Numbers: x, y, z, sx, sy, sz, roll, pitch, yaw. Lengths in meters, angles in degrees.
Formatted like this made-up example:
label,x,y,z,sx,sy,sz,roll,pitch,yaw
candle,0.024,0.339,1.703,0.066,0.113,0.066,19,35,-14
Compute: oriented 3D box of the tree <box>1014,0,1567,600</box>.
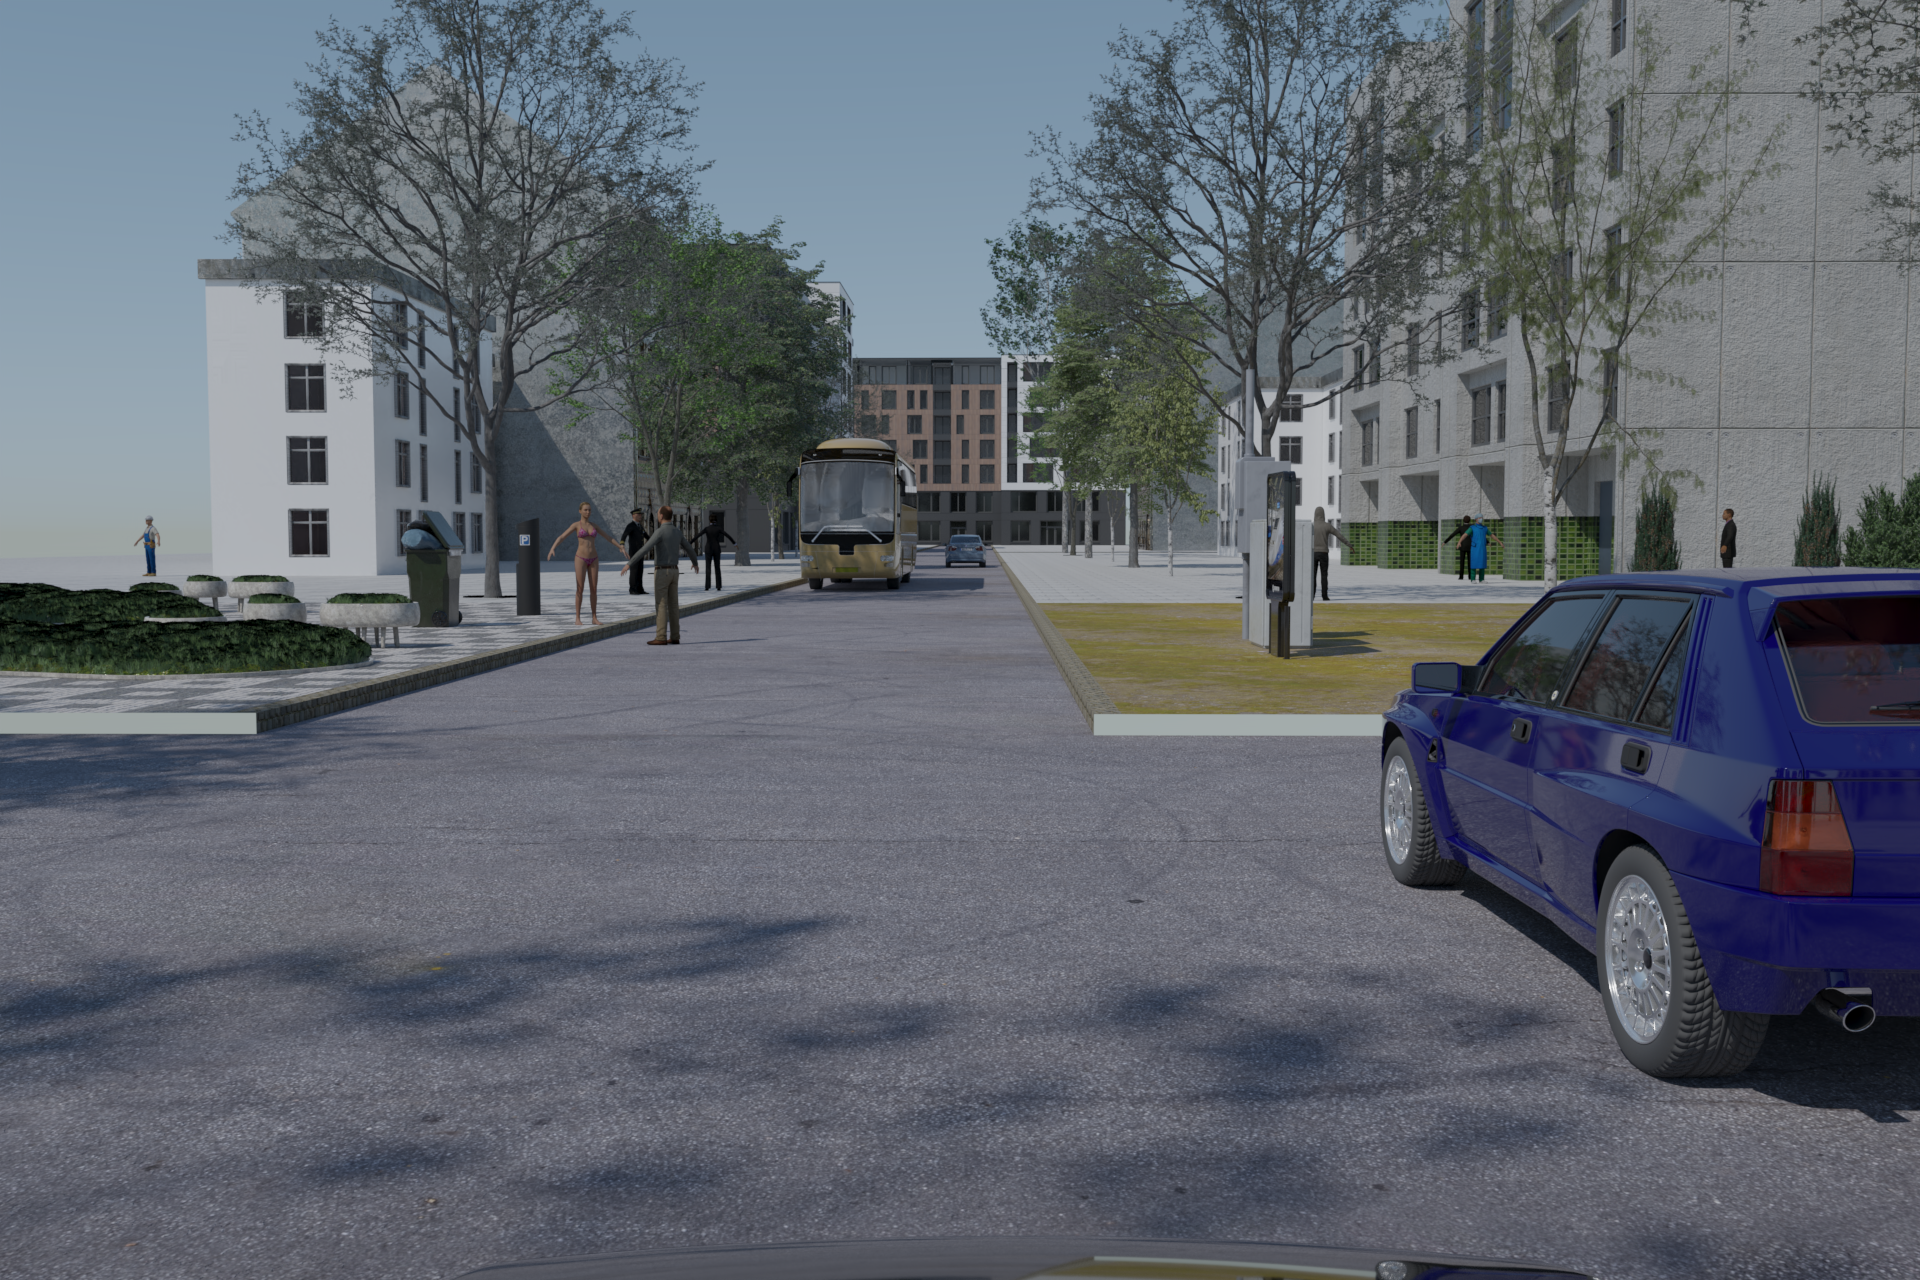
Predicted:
label,x,y,z,sx,sy,sz,roll,pitch,yaw
tree,5.946,-7.541,33.660,12.009,13.543,11.850,0,3,0

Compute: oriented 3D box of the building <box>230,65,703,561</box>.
label,x,y,z,sx,sy,sz,roll,pitch,yaw
building,-24.323,-15.873,90.453,19.493,23.208,18.063,0,4,1

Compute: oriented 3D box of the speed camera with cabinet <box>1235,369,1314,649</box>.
label,x,y,z,sx,sy,sz,roll,pitch,yaw
speed camera with cabinet,3.670,-1.584,20.229,0.660,3.252,2.038,0,4,0

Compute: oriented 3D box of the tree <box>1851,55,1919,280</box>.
label,x,y,z,sx,sy,sz,roll,pitch,yaw
tree,19.617,-7.153,27.327,12.009,13.543,11.850,0,3,0

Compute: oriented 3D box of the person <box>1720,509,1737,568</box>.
label,x,y,z,sx,sy,sz,roll,pitch,yaw
person,15.672,-1.785,35.414,0.704,1.802,1.346,1,4,23

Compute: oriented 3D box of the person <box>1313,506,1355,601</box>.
label,x,y,z,sx,sy,sz,roll,pitch,yaw
person,6.907,-1.662,33.303,1.348,1.813,0.705,1,4,14

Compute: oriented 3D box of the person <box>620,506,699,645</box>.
label,x,y,z,sx,sy,sz,roll,pitch,yaw
person,-3.819,-0.837,22.409,0.705,1.796,1.348,3,4,36

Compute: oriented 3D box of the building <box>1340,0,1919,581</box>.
label,x,y,z,sx,sy,sz,roll,pitch,yaw
building,23.863,-11.543,55.191,16.747,18.905,31.486,0,4,1

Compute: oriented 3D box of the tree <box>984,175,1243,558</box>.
label,x,y,z,sx,sy,sz,roll,pitch,yaw
tree,7.943,-14.349,90.499,12.611,20.169,13.585,0,3,0

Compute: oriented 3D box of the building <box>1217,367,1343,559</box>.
label,x,y,z,sx,sy,sz,roll,pitch,yaw
building,20.036,-9.202,92.600,9.099,9.664,28.070,0,4,1

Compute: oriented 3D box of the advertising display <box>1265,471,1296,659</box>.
label,x,y,z,sx,sy,sz,roll,pitch,yaw
advertising display,3.350,-0.789,18.121,0.123,1.923,0.974,0,4,-1

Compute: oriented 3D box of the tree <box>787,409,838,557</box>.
label,x,y,z,sx,sy,sz,roll,pitch,yaw
tree,-8.808,-8.875,95.461,4.737,8.622,4.395,0,3,0

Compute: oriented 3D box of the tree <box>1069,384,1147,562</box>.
label,x,y,z,sx,sy,sz,roll,pitch,yaw
tree,7.146,-7.951,80.365,4.360,8.622,3.978,0,3,0

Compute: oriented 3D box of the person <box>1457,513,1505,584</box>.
label,x,y,z,sx,sy,sz,roll,pitch,yaw
person,13.427,-2.364,44.784,1.347,1.817,0.704,-1,4,-13

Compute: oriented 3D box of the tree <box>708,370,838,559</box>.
label,x,y,z,sx,sy,sz,roll,pitch,yaw
tree,-9.363,-9.353,87.338,7.601,10.594,8.767,0,4,3

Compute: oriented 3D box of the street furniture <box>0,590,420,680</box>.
label,x,y,z,sx,sy,sz,roll,pitch,yaw
street furniture,-10.689,-0.141,17.931,10.072,0.657,5.734,0,4,6

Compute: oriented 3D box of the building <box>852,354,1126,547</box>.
label,x,y,z,sx,sy,sz,roll,pitch,yaw
building,2.898,-22.198,209.368,32.646,21.610,27.936,0,4,2

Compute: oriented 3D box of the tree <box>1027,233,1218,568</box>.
label,x,y,z,sx,sy,sz,roll,pitch,yaw
tree,6.243,-9.018,65.579,7.486,12.596,7.792,0,3,0

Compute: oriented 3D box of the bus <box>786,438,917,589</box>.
label,x,y,z,sx,sy,sz,roll,pitch,yaw
bus,-2.689,-3.463,48.161,2.896,3.916,12.252,0,4,1

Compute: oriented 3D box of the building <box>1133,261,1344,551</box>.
label,x,y,z,sx,sy,sz,roll,pitch,yaw
building,23.967,-18.938,140.564,19.493,23.208,18.063,0,4,1

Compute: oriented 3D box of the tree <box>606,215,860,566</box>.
label,x,y,z,sx,sy,sz,roll,pitch,yaw
tree,-8.795,-9.916,68.788,9.857,13.997,8.962,0,3,0

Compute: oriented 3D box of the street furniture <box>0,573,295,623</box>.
label,x,y,z,sx,sy,sz,roll,pitch,yaw
street furniture,-15.701,-0.740,27.719,10.072,0.657,5.734,1,4,22

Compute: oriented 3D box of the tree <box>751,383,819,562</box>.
label,x,y,z,sx,sy,sz,roll,pitch,yaw
tree,-8.487,-7.953,80.388,4.737,8.622,4.395,0,3,0

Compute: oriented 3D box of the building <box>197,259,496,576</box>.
label,x,y,z,sx,sy,sz,roll,pitch,yaw
building,-22.452,-7.638,67.033,9.099,9.664,28.070,0,4,0

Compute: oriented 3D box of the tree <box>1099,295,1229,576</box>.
label,x,y,z,sx,sy,sz,roll,pitch,yaw
tree,6.312,-6.222,52.085,4.737,8.622,4.395,0,3,0

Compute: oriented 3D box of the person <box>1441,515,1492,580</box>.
label,x,y,z,sx,sy,sz,roll,pitch,yaw
person,14.167,-2.585,48.448,1.347,1.806,0.705,1,4,16

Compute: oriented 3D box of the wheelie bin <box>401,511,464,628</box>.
label,x,y,z,sx,sy,sz,roll,pitch,yaw
wheelie bin,-7.292,-0.980,23.936,0.693,1.594,0.980,0,4,3

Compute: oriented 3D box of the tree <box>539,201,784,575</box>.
label,x,y,z,sx,sy,sz,roll,pitch,yaw
tree,-9.426,-7.893,54.804,9.928,11.665,9.643,0,3,0

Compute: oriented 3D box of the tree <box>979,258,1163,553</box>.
label,x,y,z,sx,sy,sz,roll,pitch,yaw
tree,8.364,-15.821,114.564,12.611,20.169,13.585,0,3,0

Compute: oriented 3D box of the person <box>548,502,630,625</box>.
label,x,y,z,sx,sy,sz,roll,pitch,yaw
person,-5.231,-1.076,24.389,1.217,1.733,0.721,-2,4,-35

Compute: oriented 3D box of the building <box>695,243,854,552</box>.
label,x,y,z,sx,sy,sz,roll,pitch,yaw
building,-23.675,-18.011,138.453,27.936,21.610,32.646,0,4,1

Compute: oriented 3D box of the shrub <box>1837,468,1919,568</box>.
label,x,y,z,sx,sy,sz,roll,pitch,yaw
shrub,11.324,-1.015,20.633,1.661,2.075,1.752,0,3,0

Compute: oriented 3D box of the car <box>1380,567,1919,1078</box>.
label,x,y,z,sx,sy,sz,roll,pitch,yaw
car,2.644,0.408,5.910,1.945,1.354,3.894,0,4,0

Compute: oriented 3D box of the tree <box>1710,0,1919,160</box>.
label,x,y,z,sx,sy,sz,roll,pitch,yaw
tree,8.643,-6.129,10.583,12.009,13.543,11.850,0,3,0

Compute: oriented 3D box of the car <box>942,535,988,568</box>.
label,x,y,z,sx,sy,sz,roll,pitch,yaw
car,0.230,-3.856,75.048,2.014,1.417,4.499,0,4,-1

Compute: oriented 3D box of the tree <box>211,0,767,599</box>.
label,x,y,z,sx,sy,sz,roll,pitch,yaw
tree,-9.423,-7.580,34.309,12.009,13.543,11.850,0,3,0

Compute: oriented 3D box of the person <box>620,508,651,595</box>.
label,x,y,z,sx,sy,sz,roll,pitch,yaw
person,-6.818,-1.878,36.646,0.705,1.837,1.347,2,4,26

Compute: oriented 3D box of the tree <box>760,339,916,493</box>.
label,x,y,z,sx,sy,sz,roll,pitch,yaw
tree,-8.367,-12.144,108.927,12.009,13.543,11.850,0,3,0

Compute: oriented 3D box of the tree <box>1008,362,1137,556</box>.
label,x,y,z,sx,sy,sz,roll,pitch,yaw
tree,6.716,-10.818,102.625,9.928,11.665,9.643,0,3,0

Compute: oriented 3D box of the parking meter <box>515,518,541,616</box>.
label,x,y,z,sx,sy,sz,roll,pitch,yaw
parking meter,-6.810,-1.156,27.308,0.372,1.533,0.369,0,3,0

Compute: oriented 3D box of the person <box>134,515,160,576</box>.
label,x,y,z,sx,sy,sz,roll,pitch,yaw
person,-24.593,-2.855,52.536,1.347,1.847,0.705,2,4,35

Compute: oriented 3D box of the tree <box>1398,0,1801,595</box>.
label,x,y,z,sx,sy,sz,roll,pitch,yaw
tree,6.884,-4.268,20.151,4.360,8.622,3.978,0,3,0

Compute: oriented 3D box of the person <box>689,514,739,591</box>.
label,x,y,z,sx,sy,sz,roll,pitch,yaw
person,-5.599,-1.983,39.147,1.216,1.740,0.721,-1,4,-18
